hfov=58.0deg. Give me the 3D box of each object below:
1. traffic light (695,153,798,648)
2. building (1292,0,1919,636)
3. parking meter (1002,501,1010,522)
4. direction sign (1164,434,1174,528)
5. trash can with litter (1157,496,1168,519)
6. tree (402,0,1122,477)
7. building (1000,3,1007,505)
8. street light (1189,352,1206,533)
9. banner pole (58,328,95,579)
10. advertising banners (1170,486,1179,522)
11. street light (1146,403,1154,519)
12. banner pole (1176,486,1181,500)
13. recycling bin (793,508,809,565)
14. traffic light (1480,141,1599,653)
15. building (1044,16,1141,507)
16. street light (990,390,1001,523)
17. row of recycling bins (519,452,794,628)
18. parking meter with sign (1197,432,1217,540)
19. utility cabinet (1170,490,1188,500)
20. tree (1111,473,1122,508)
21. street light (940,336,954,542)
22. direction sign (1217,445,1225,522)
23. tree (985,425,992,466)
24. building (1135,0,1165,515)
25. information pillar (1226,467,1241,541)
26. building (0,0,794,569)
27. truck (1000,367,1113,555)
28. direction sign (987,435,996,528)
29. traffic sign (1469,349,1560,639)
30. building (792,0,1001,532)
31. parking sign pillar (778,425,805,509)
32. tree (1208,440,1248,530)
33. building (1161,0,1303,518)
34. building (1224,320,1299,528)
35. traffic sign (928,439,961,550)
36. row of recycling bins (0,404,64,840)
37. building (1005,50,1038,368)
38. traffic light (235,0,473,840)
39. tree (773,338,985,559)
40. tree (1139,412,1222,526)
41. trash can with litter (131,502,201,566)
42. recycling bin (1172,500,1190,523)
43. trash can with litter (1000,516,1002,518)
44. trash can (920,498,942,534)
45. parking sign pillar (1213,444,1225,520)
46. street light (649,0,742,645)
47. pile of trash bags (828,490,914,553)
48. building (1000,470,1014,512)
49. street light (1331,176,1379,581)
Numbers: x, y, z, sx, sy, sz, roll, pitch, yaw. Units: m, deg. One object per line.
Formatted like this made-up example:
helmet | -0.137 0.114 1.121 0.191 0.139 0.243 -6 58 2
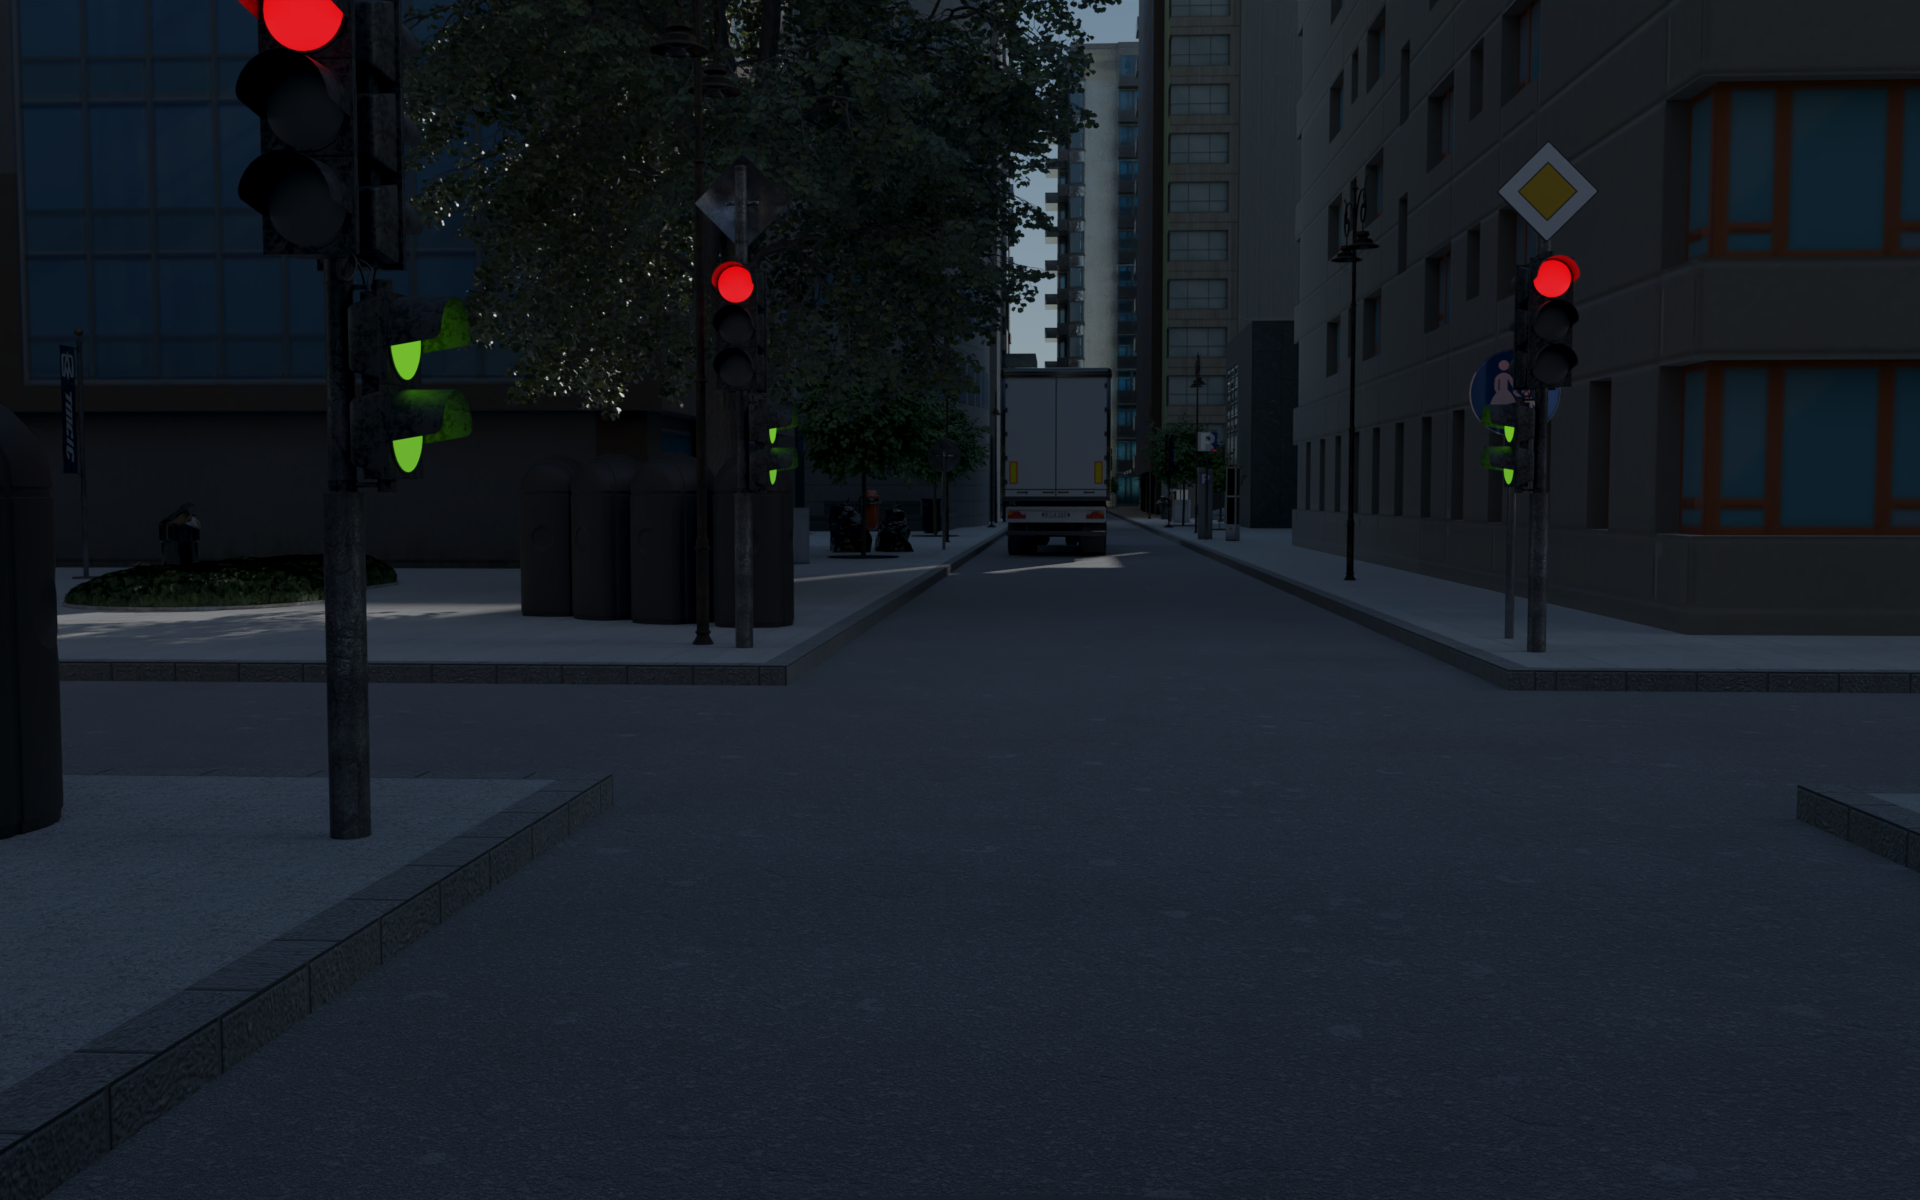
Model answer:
traffic light | -1.783 -1.555 14.343 0.839 4.253 0.868 0 4 3
building | 21.880 -11.190 27.995 28.899 21.520 27.650 0 4 3
parking meter | 2.117 -4.503 79.333 0.255 1.863 0.399 1 4 21
direction sign | 7.987 -4.534 66.133 0.379 3.537 0.876 2 4 27
trash can with litter | 10.435 -4.637 87.206 0.624 1.170 1.055 3 5 44
tree | -2.807 -7.006 21.212 9.857 13.997 8.962 0 3 0
building | -6.810 -32.421 153.782 21.600 48.544 21.300 0 4 3
street light | 7.742 -5.124 56.558 0.468 5.910 1.993 0 4 3
banner pole | -13.248 -2.197 25.935 0.401 3.779 0.863 0 4 -2
advertising banners | 9.951 -5.138 80.198 0.090 3.025 2.074 1 4 19
street light | 9.692 -7.071 88.404 0.468 5.910 1.993 0 4 3
banner pole | 10.525 -5.761 84.210 0.863 3.779 0.401 2 4 34
recycling bin | -3.250 -1.175 31.761 0.722 1.027 0.722 3 4 39
traffic light | 4.667 -1.532 13.968 0.839 4.253 0.868 0 4 3
building | 24.305 -34.515 183.936 30.456 49.044 23.786 0 4 3
street light | 1.599 -6.362 76.811 0.468 5.910 1.993 0 4 3
row of recycling bins | -3.152 -0.644 17.639 3.534 1.692 1.069 2 4 34
parking meter with sign | 7.006 -3.244 49.302 0.543 3.016 1.738 0 4 6
utility cabinet | 11.175 -4.894 88.700 1.173 1.500 0.318 -3 5 -43
tree | 13.748 -9.890 156.302 1.663 3.219 1.824 0 3 0
street light | -0.345 -4.468 45.846 0.468 5.910 1.993 0 4 3
direction sign | 12.075 -5.383 80.013 0.876 3.537 0.379 1 4 8
tree | -0.801 -4.203 52.434 4.285 4.588 4.351 0 3 0
building | 20.053 -29.055 125.156 14.600 45.320 14.200 0 4 3
information pillar | 7.449 -2.615 47.249 0.304 2.012 0.304 2 4 32
building | -11.451 -23.559 35.304 14.600 45.320 14.200 0 4 3
truck | 2.526 -3.371 44.036 2.839 4.237 11.283 0 4 4
direction sign | 1.221 -4.556 66.480 0.379 3.537 0.876 0 4 1
traffic sign | 4.877 -0.929 15.302 0.768 2.556 0.104 1 4 11
building | -9.357 -32.293 69.992 21.231 58.520 28.212 0 4 3
parking sign pillar | -5.359 -3.941 52.912 1.447 3.967 1.447 3 4 39
tree | 9.225 -4.088 61.448 1.663 3.219 1.824 0 3 0
building | 18.371 -25.285 96.997 14.154 41.232 14.086 0 4 3
building | 21.677 -45.489 56.421 22.319 86.520 31.000 0 4 3
traffic sign | -0.370 -2.425 39.754 0.768 2.556 0.104 1 4 11
row of recycling bins | -5.231 0.013 6.901 3.534 1.692 1.069 1 4 10
building | -7.250 -53.267 183.585 31.000 86.520 22.319 0 4 3
traffic light | -2.268 -1.067 6.373 0.839 4.253 0.868 0 4 3
tree | -2.028 -3.124 34.789 4.285 4.588 4.351 0 3 0
tree | 8.854 -5.226 69.154 4.285 4.588 4.351 0 3 0
trash can with litter | -11.439 -0.820 24.801 1.055 1.170 0.624 -2 4 -25
recycling bin | 9.977 -4.011 78.137 0.722 1.027 0.722 0 4 -2
trash can with litter | 2.008 -4.750 89.053 1.055 1.170 0.624 -1 4 -9
trash can | -0.935 -2.735 56.364 0.748 1.137 0.748 0 3 0
parking sign pillar | 12.936 -5.971 86.103 1.447 3.967 1.447 2 4 33
street light | -2.194 -2.558 14.613 0.468 5.910 1.993 0 4 3
pile of trash bags | -2.049 -1.821 39.528 1.912 1.369 3.447 0 4 -3
building | -11.850 -26.852 130.903 32.217 40.220 23.993 0 4 3
street light | 5.802 -3.230 25.593 0.468 5.910 1.993 0 4 3
